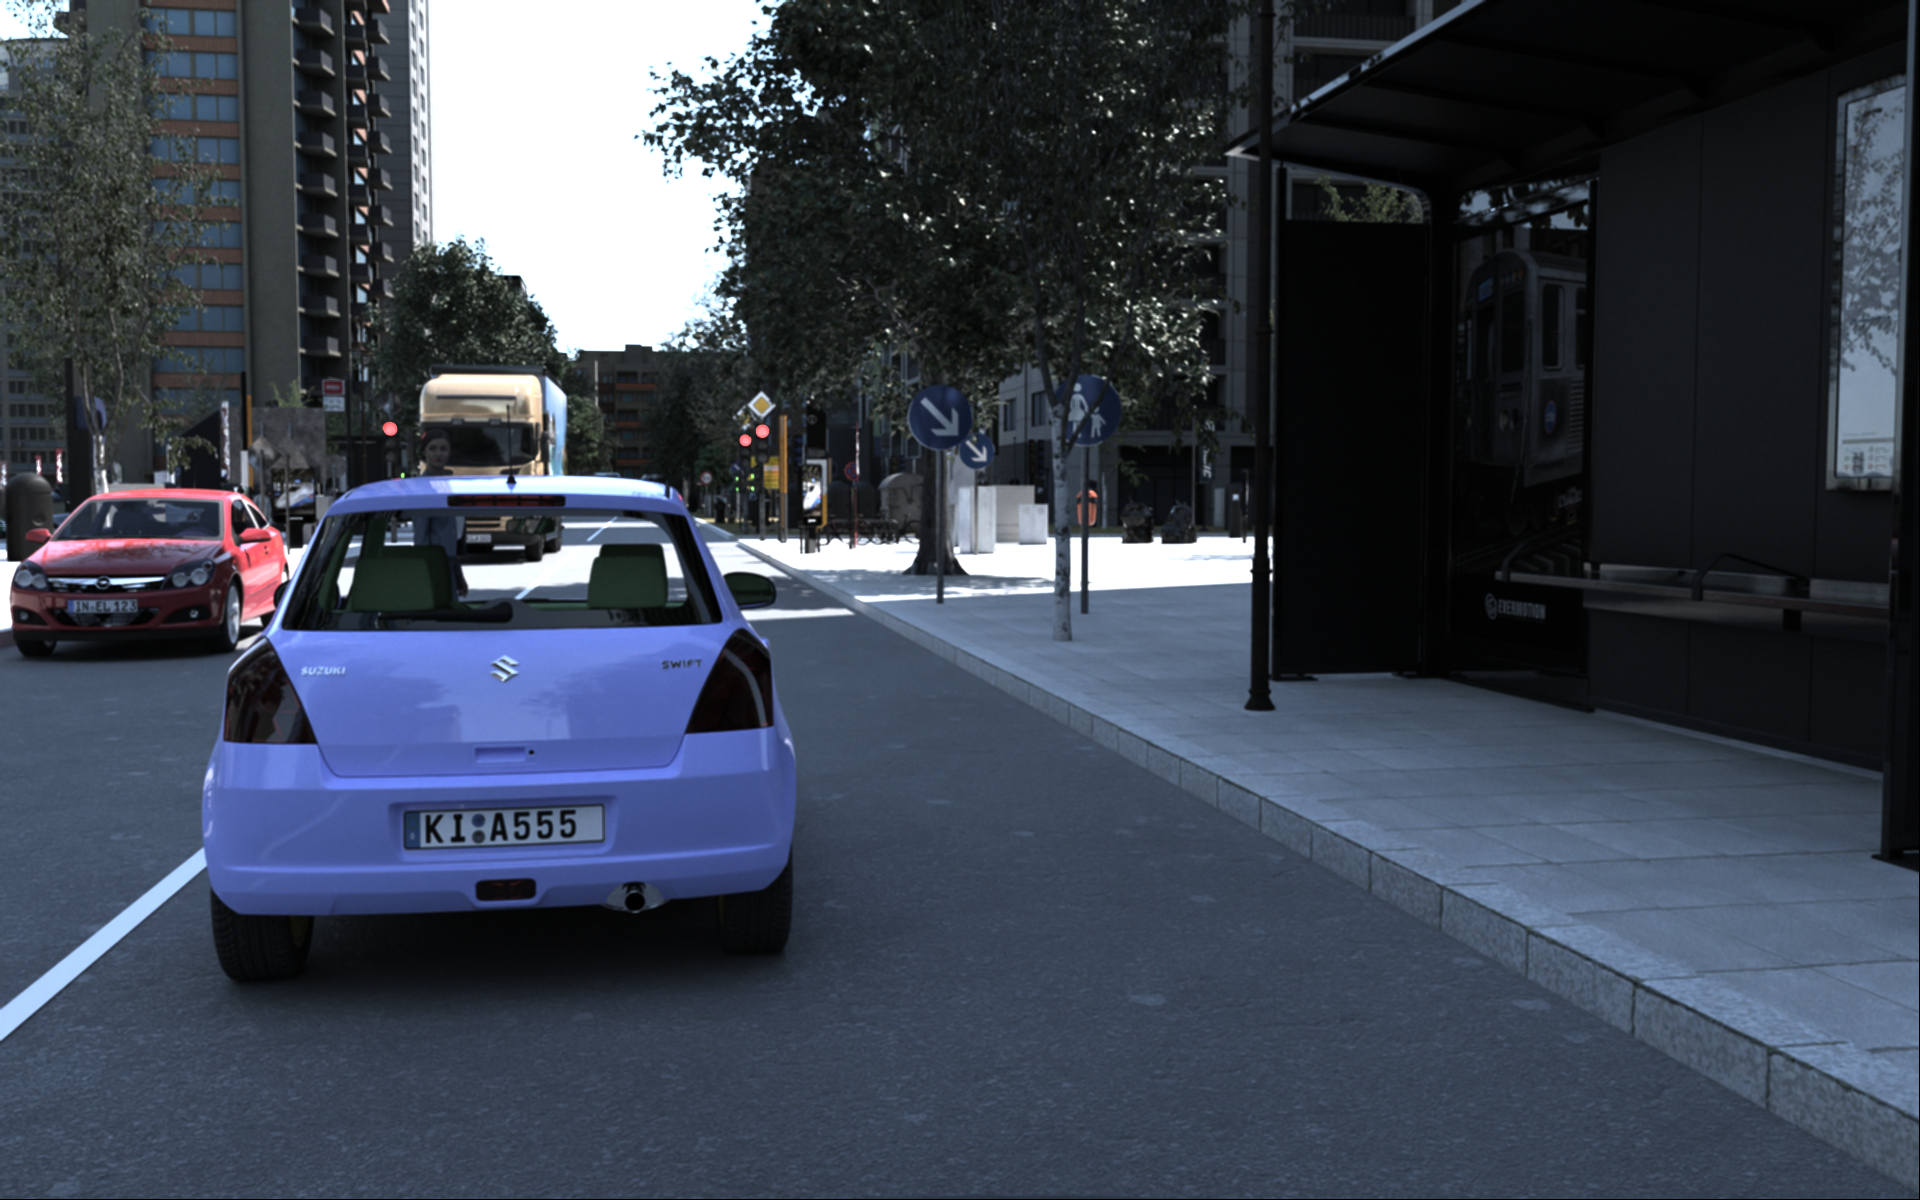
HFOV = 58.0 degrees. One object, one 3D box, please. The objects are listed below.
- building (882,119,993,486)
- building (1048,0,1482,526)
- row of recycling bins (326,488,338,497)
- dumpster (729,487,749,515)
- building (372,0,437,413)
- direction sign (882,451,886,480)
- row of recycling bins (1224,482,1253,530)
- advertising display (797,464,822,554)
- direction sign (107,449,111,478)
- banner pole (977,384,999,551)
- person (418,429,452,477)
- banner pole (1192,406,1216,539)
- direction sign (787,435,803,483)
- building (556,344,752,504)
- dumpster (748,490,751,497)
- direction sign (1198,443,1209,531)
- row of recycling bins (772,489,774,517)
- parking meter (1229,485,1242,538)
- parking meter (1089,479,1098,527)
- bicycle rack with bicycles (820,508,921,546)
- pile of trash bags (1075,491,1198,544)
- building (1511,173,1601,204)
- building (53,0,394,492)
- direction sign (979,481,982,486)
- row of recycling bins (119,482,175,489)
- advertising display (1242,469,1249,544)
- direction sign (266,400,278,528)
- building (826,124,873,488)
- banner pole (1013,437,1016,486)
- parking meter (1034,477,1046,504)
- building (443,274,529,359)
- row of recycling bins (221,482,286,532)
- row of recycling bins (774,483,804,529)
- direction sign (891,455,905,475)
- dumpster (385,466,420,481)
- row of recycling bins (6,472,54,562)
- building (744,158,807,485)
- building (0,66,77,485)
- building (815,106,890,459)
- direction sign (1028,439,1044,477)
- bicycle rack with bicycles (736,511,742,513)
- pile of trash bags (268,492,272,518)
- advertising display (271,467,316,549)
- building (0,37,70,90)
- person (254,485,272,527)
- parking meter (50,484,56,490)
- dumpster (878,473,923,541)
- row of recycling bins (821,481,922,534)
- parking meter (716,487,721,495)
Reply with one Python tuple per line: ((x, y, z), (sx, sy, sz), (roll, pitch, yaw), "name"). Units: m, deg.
((4.352, -41.797, 121.635), (20.563, 71.187, 20.611), (-1, 4, -10), "building")
((13.816, -39.167, 78.639), (20.611, 71.187, 20.563), (-1, 4, -10), "building")
((-41.304, -6.729, 117.132), (1.069, 1.692, 3.534), (2, 4, 31), "row of recycling bins")
((-13.951, -6.338, 109.390), (1.264, 1.857, 1.865), (-1, 4, -10), "dumpster")
((-63.979, -44.930, 172.851), (20.611, 71.187, 20.563), (-1, 4, -10), "building")
((-4.047, -6.080, 91.408), (0.379, 3.537, 0.876), (0, 4, -8), "direction sign")
((10.053, -3.395, 62.622), (1.069, 1.692, 3.534), (1, 4, 8), "row of recycling bins")
((-3.219, -1.955, 37.179), (0.123, 1.923, 0.974), (1, 4, 21), "advertising display")
((-42.780, -5.768, 86.309), (0.876, 3.537, 0.379), (-1, 4, -22), "direction sign")
((0.583, -3.026, 39.498), (0.401, 3.779, 0.863), (-2, 4, -29), "banner pole")
((-3.197, -0.117, 10.441), (0.654, 1.822, 0.581), (1, 4, 20), "person")
((6.880, -3.625, 49.281), (0.863, 3.779, 0.401), (0, 4, 3), "banner pole")
((-6.453, -4.546, 66.331), (0.876, 3.537, 0.379), (0, 4, 7), "direction sign")
((-44.014, -24.066, 238.520), (28.899, 21.520, 27.650), (-1, 4, -10), "building")
((-14.069, -7.279, 121.500), (1.502, 2.255, 1.985), (-1, 4, -10), "dumpster")
((8.420, -4.141, 59.707), (0.379, 3.537, 0.876), (3, 4, 37), "direction sign")
((-9.797, -5.503, 97.083), (1.069, 1.692, 3.534), (-2, 4, -30), "row of recycling bins")
((8.017, -2.566, 50.371), (0.372, 1.533, 0.369), (0, 3, 0), "parking meter")
((5.117, -3.757, 67.136), (0.399, 1.863, 0.255), (2, 4, 29), "parking meter")
((-2.317, -1.878, 44.084), (2.925, 0.926, 2.852), (0, 4, -2), "bicycle rack with bicycles")
((4.612, -2.190, 45.558), (3.447, 1.369, 1.912), (2, 4, 28), "pile of trash bags")
((45.225, -33.360, 87.442), (28.212, 58.520, 21.231), (-1, 4, -10), "building")
((-57.201, -29.465, 136.369), (22.147, 44.769, 28.867), (-1, 4, -10), "building")
((0.486, -3.001, 41.071), (0.379, 3.537, 0.876), (0, 4, 5), "direction sign")
((-28.929, -3.278, 60.712), (3.534, 1.692, 1.069), (1, 4, 14), "row of recycling bins")
((7.449, -2.449, 45.256), (0.123, 1.923, 0.974), (1, 4, 12), "advertising display")
((-16.703, -3.066, 42.129), (0.379, 3.537, 0.876), (-3, 4, -38), "direction sign")
((-0.995, -52.059, 163.838), (22.319, 86.520, 31.000), (-1, 4, -10), "building")
((2.391, -5.254, 75.912), (0.401, 3.779, 0.863), (0, 4, 1), "banner pole")
((2.703, -3.232, 58.555), (0.399, 1.863, 0.255), (0, 4, -4), "parking meter")
((-63.899, -27.857, 227.161), (14.107, 30.474, 14.160), (-1, 4, -10), "building")
((-24.313, -3.167, 58.890), (3.534, 1.692, 1.069), (0, 4, 5), "row of recycling bins")
((-4.959, -3.494, 64.235), (3.534, 1.692, 1.069), (1, 4, 20), "row of recycling bins")
((-3.620, -6.686, 101.315), (0.876, 3.537, 0.379), (1, 4, 16), "direction sign")
((-18.961, -3.467, 59.179), (1.502, 2.255, 1.985), (-1, 4, -10), "dumpster")
((-19.019, -1.558, 32.578), (3.534, 1.692, 1.069), (-1, 4, -20), "row of recycling bins")
((-21.427, -35.714, 234.036), (14.200, 45.320, 14.600), (-1, 4, -10), "building")
((-84.809, -28.858, 163.710), (23.993, 40.220, 32.217), (-1, 4, -10), "building")
((-8.820, -30.769, 186.670), (14.154, 41.232, 14.086), (-1, 4, -10), "building")
((3.169, -4.901, 72.135), (0.876, 3.537, 0.379), (-3, 5, -41), "direction sign")
((-13.654, -6.278, 116.029), (2.852, 0.926, 2.925), (1, 4, 13), "bicycle rack with bicycles")
((-36.114, -5.076, 92.738), (1.912, 1.369, 3.447), (1, 4, 18), "pile of trash bags")
((-15.584, -2.159, 40.519), (0.974, 1.923, 0.123), (-2, 4, -34), "advertising display")
((-109.085, -41.616, 222.423), (28.212, 58.520, 21.231), (-1, 4, -10), "building")
((-19.260, -2.347, 47.869), (0.522, 1.701, 0.512), (3, 5, 44), "person")
((-50.905, -5.598, 97.240), (0.399, 1.863, 0.255), (0, 4, -5), "parking meter")
((-1.525, -2.570, 47.776), (1.264, 1.857, 1.865), (-1, 4, -10), "dumpster")
((-2.720, -3.019, 56.476), (3.534, 1.692, 1.069), (-2, 4, -28), "row of recycling bins")
((-14.795, -6.136, 106.039), (0.255, 1.863, 0.399), (-1, 4, -16), "parking meter")
